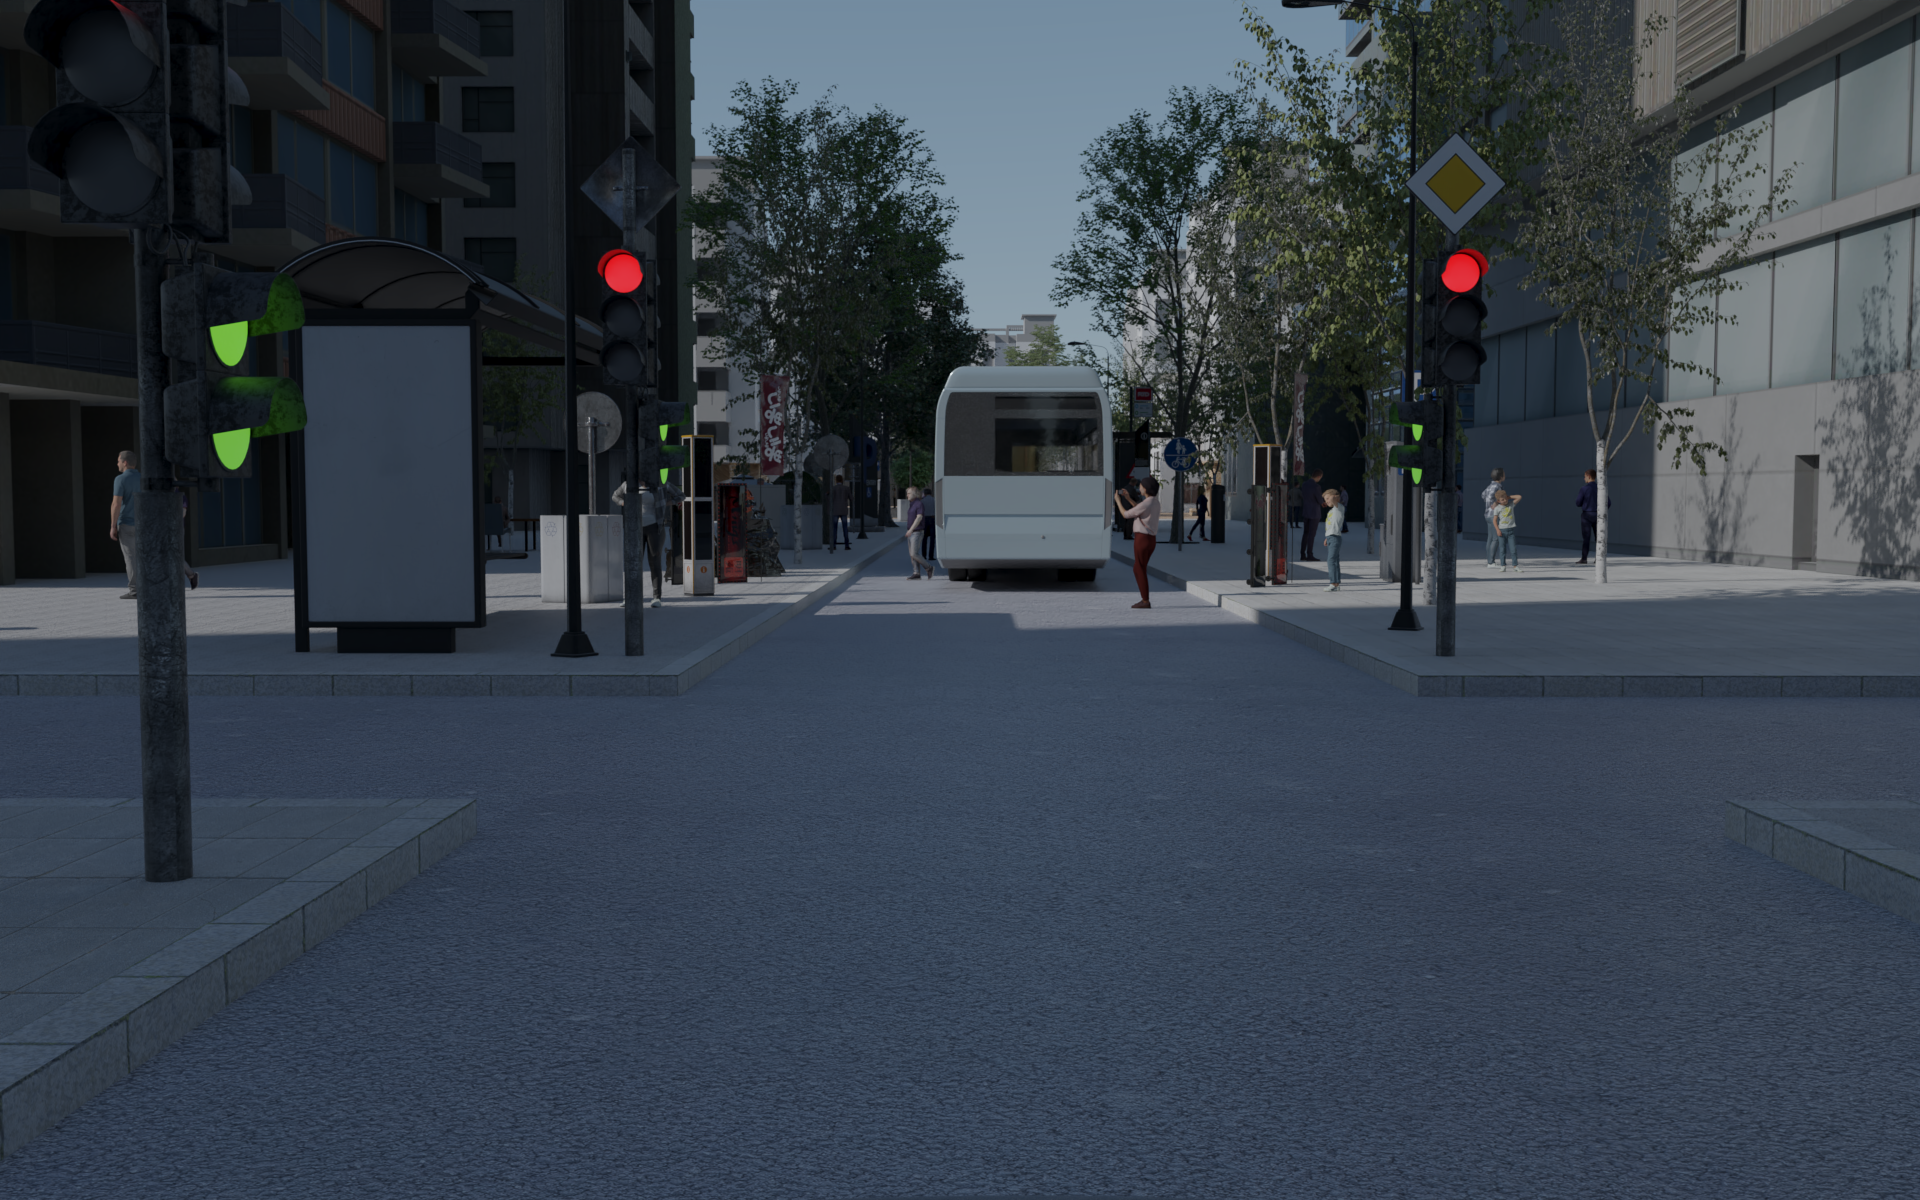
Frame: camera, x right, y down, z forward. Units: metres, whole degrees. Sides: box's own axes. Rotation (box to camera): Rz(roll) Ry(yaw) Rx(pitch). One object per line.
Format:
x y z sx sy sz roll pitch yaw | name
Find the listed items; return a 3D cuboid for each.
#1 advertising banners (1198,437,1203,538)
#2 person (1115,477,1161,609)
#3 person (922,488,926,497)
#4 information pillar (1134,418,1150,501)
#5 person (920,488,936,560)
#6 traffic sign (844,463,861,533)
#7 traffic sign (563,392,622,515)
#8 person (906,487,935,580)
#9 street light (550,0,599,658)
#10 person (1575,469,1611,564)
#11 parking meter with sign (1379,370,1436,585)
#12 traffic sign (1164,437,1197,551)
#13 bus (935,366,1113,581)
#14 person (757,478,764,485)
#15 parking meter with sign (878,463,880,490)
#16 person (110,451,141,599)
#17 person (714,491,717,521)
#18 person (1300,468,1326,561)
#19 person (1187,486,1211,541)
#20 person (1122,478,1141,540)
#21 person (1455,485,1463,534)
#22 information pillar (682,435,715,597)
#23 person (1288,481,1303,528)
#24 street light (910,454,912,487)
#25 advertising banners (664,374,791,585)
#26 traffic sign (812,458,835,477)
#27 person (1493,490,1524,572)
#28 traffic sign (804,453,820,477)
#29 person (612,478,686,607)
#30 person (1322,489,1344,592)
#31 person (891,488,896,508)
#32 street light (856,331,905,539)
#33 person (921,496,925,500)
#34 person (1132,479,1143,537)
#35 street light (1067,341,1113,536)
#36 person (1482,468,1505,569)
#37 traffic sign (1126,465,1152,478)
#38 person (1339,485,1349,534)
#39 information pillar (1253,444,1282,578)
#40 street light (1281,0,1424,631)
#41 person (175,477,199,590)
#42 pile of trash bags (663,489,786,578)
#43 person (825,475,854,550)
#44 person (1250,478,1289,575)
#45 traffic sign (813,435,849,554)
7.083 -3.348 50.931 0.090 3.025 2.074 0 4 5 | advertising banners
2.234 -0.720 21.727 0.517 1.644 0.566 -1 4 -16 | person
-2.805 -7.965 136.940 0.621 1.740 0.551 -2 4 -31 | person
5.638 -3.804 53.548 0.504 3.616 0.183 2 4 30 | information pillar
-0.721 -1.647 37.633 0.614 1.554 0.590 0 4 5 | person
-3.460 -3.320 56.408 0.606 2.300 0.079 0 4 3 | traffic sign
-4.585 -1.314 21.592 0.768 2.556 0.104 1 4 10 | traffic sign
-0.683 -1.103 28.740 0.471 1.553 0.569 1 4 15 | person
-2.514 -2.508 13.542 1.470 5.913 1.316 0 4 0 | street light
11.611 -1.539 31.916 0.576 1.737 0.504 -1 4 -19 | person
6.490 -1.774 25.273 0.543 3.016 1.738 0 4 1 | parking meter with sign
4.952 -2.373 38.900 0.768 2.556 0.104 1 4 8 | traffic sign
1.116 -2.246 31.577 2.948 3.499 13.247 0 4 2 | bus
-5.387 -2.415 46.474 0.756 1.711 0.436 -2 4 -28 | person
-4.064 -5.631 88.333 0.543 3.016 1.738 -2 4 -25 | parking meter with sign
-10.126 -0.919 21.204 0.434 1.807 0.598 3 4 38 | person
-11.806 -4.626 82.367 0.565 1.739 0.600 1 4 20 | person
6.799 -1.633 33.198 0.568 1.767 0.683 -2 4 -29 | person
6.518 -2.361 47.186 0.613 1.512 0.480 -1 4 -22 | person
4.815 -2.555 48.511 0.565 1.739 0.600 3 4 37 | person
16.069 -2.934 55.965 0.435 1.587 0.963 2 4 33 | person
-3.288 -1.057 21.766 0.304 2.012 0.304 -2 4 -33 | information pillar
12.718 -3.571 64.967 0.750 1.759 0.617 -2 4 -30 | person
-1.884 -6.898 85.331 1.470 5.913 1.316 0 4 0 | street light
-3.311 -1.757 24.911 2.074 3.025 0.090 -3 4 -37 | advertising banners
-4.097 -3.189 52.248 0.768 2.556 0.104 0 4 3 | traffic sign
9.030 -1.135 28.509 0.435 1.345 0.340 0 4 0 | person
-4.459 -3.256 53.340 0.768 2.556 0.104 1 4 9 | traffic sign
-3.559 -0.789 19.669 0.841 1.734 0.376 0 4 5 | person
4.917 -0.793 22.912 0.340 1.345 0.435 -1 4 -8 | person
-5.912 -9.140 155.498 0.705 1.823 1.348 1 4 10 | person
-2.246 -4.692 49.252 1.470 5.913 1.316 0 4 0 | street light
-2.402 -6.844 121.182 0.421 1.427 0.697 -3 5 -39 | person
5.300 -2.773 52.100 0.376 1.734 0.841 -1 4 -19 | person
3.966 -4.911 52.837 1.470 5.913 1.316 0 4 0 | street light
9.236 -1.418 29.946 0.376 1.734 0.841 1 4 13 | person
5.965 -3.523 57.605 0.884 2.594 0.081 1 4 10 | traffic sign
12.401 -2.946 56.164 0.435 1.587 0.963 1 4 12 | person
4.563 -1.300 25.746 0.304 2.012 0.304 -3 5 -43 | information pillar
3.678 -2.671 16.219 1.470 5.913 1.316 0 4 0 | street light
-10.357 -0.899 22.956 0.471 1.553 0.569 -1 4 -23 | person
-3.733 -1.123 28.112 1.912 1.369 3.447 0 4 -1 | pile of trash bags
-2.771 -2.008 39.697 0.655 1.722 0.431 -1 4 -10 | person
4.809 -1.127 26.841 0.546 1.535 0.453 0 4 -6 | person
-2.761 -2.265 37.146 0.768 2.556 0.104 0 4 1 | traffic sign
